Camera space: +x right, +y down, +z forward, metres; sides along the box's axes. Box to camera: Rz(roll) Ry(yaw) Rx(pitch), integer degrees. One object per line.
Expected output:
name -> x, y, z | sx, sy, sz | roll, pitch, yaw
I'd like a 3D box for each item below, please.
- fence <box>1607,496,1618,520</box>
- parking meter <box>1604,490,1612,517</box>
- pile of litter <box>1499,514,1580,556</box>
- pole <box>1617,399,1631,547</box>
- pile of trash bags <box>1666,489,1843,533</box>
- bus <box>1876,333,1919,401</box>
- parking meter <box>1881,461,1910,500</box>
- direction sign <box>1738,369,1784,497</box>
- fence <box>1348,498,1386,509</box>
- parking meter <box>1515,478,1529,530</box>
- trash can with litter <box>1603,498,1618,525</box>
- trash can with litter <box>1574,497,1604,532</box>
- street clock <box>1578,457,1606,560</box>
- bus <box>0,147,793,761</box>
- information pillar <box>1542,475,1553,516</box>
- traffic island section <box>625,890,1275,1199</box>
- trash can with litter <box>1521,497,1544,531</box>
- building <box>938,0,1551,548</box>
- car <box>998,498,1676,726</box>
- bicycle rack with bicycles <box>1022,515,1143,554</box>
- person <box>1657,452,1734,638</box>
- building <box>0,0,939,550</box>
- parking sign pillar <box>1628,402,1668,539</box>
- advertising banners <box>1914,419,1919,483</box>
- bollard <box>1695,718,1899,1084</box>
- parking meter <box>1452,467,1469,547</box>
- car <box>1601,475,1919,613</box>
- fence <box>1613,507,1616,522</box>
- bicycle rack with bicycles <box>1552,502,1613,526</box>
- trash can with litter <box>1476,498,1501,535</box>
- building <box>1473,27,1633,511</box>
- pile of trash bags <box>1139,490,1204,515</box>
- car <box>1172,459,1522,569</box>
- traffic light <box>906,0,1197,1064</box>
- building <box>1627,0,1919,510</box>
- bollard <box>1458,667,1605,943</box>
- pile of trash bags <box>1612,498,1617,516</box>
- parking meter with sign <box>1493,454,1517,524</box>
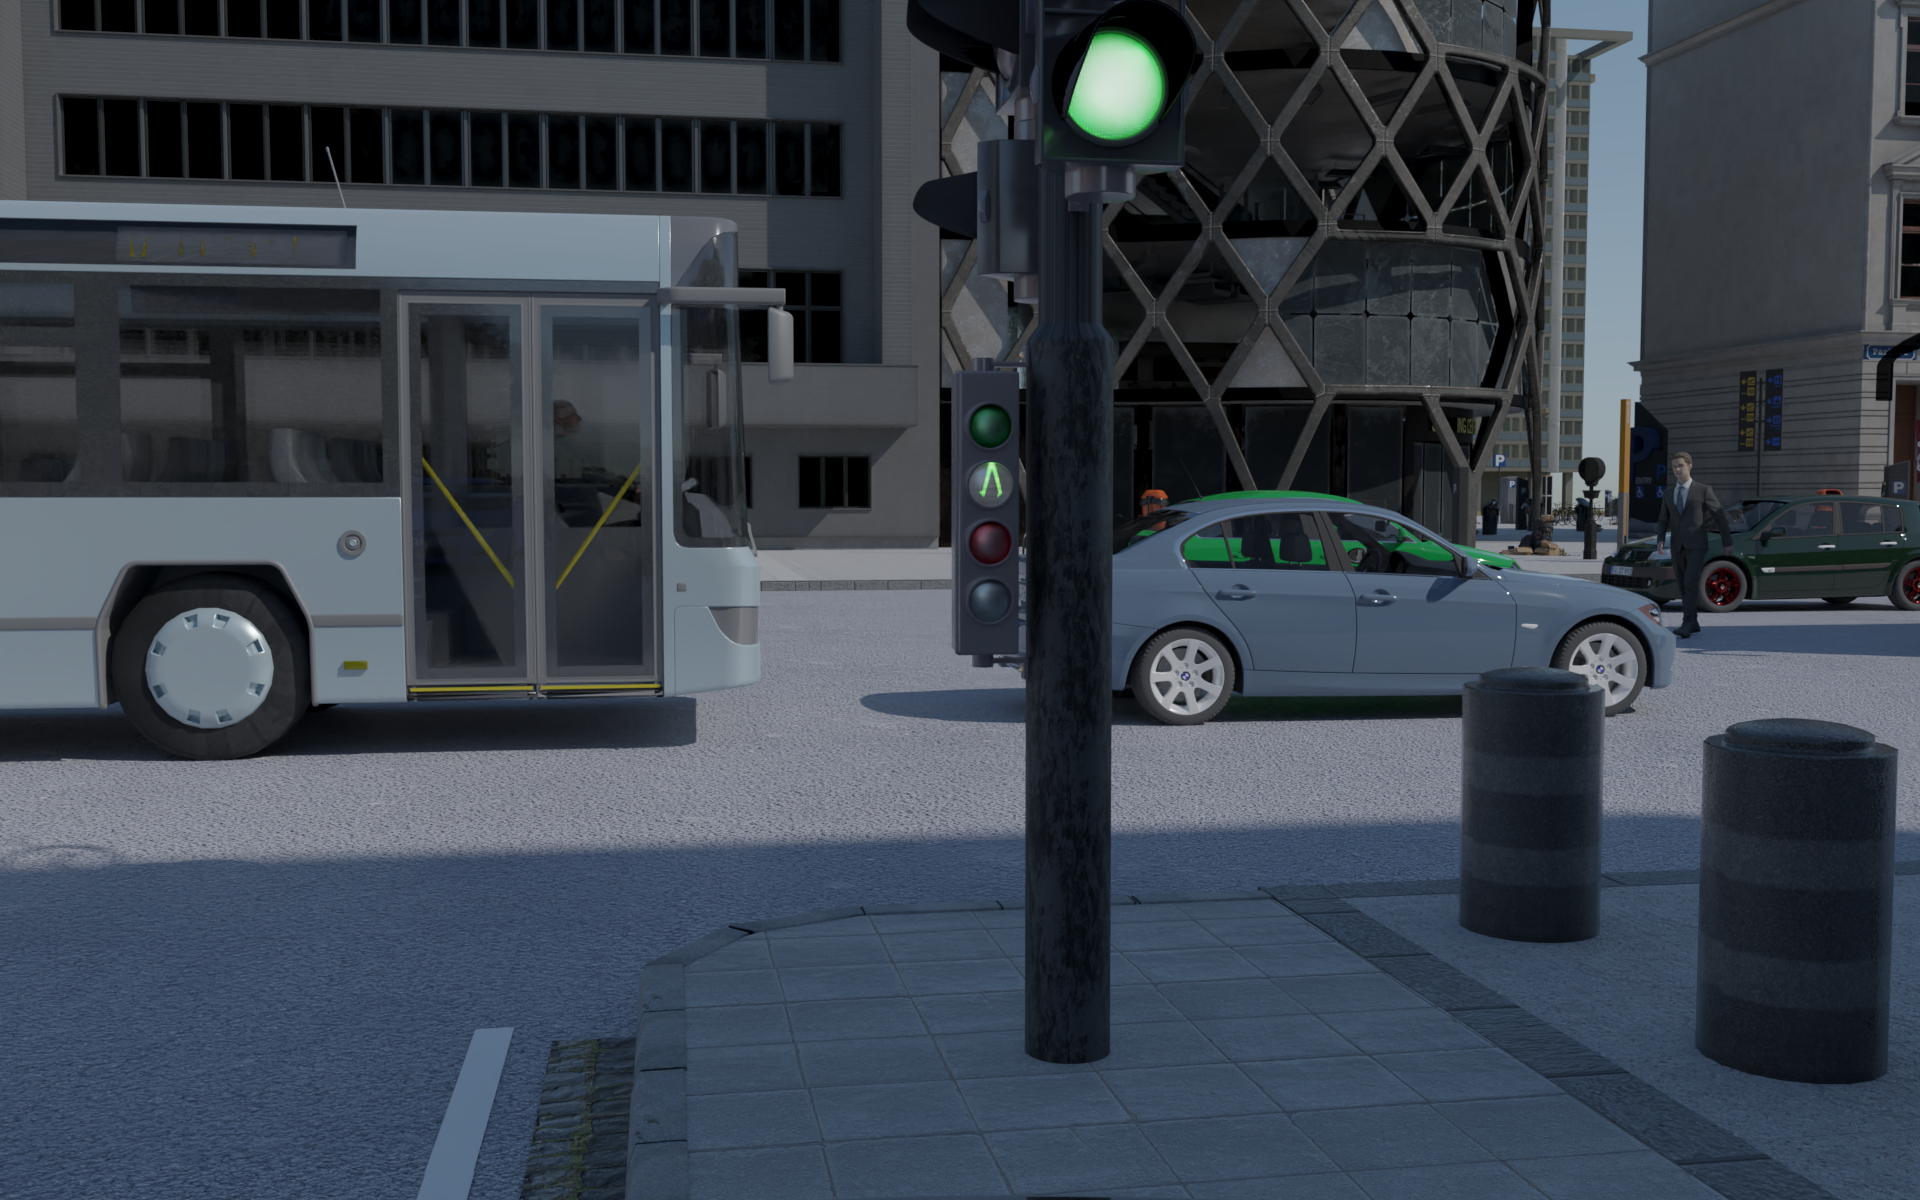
fence -> 32.850, -4.572, 85.954 | 2.264, 1.192, 0.480 | -3, 5, -44
parking meter -> 36.053, -5.377, 96.325 | 0.372, 1.533, 0.369 | 0, 3, 0
pile of litter -> 12.169, -1.374, 36.425 | 1.176, 0.858, 1.719 | -2, 4, -25
pole -> 14.275, -2.654, 37.233 | 0.158, 3.312, 0.155 | 0, 3, 0
pile of trash bags -> 15.397, -1.451, 33.482 | 3.447, 1.369, 1.912 | 0, 4, -4
bus -> 15.216, -1.529, 16.551 | 12.252, 3.916, 2.896 | -1, 4, -9
parking meter -> 16.418, -1.512, 30.426 | 0.399, 1.863, 0.255 | 1, 4, 12
direction sign -> 14.636, -2.429, 31.717 | 0.379, 3.537, 0.876 | -2, 4, -30
fence -> 8.344, -1.492, 35.602 | 0.480, 1.192, 2.264 | 0, 4, -7
parking meter -> 20.043, -3.427, 61.745 | 0.399, 1.863, 0.255 | 0, 4, -7
trash can with litter -> 27.543, -3.667, 71.010 | 2.233, 1.210, 1.678 | 3, 5, 41
trash can with litter -> 21.466, -2.914, 59.026 | 0.624, 1.170, 1.055 | -2, 4, -30
street clock -> 12.355, -1.794, 33.910 | 0.358, 2.002, 0.471 | -2, 4, -35
bus -> -6.970, -0.922, 9.938 | 13.247, 3.499, 2.948 | -1, 4, -9
information pillar -> 23.109, -3.896, 68.185 | 0.304, 2.012, 0.304 | -1, 4, -15
traffic island section -> 0.259, 1.117, 4.018 | 2.009, 0.180, 2.903 | -1, 4, -10
trash can with litter -> 19.883, -2.949, 59.608 | 1.055, 1.170, 0.624 | -2, 4, -33
building -> 6.787, -11.014, 47.537 | 16.811, 18.784, 16.820 | -1, 4, -10
car -> 2.515, 0.020, 11.679 | 4.499, 1.417, 2.014 | -1, 4, -9
bicycle rack with bicycles -> 2.136, -1.042, 30.413 | 2.852, 0.926, 2.925 | 3, 4, 37
person -> 7.277, -0.556, 17.365 | 0.755, 1.850, 0.659 | -3, 5, -39
building -> -16.103, -13.646, 42.183 | 30.058, 24.678, 14.314 | -1, 4, -10
parking sign pillar -> 19.801, -3.762, 49.981 | 1.447, 3.967, 1.447 | -1, 4, -17
advertising banners -> 22.611, -2.664, 39.748 | 0.090, 3.025, 2.074 | -1, 4, -11
bollard -> 1.898, 0.659, 3.937 | 0.404, 0.777, 0.398 | 0, 3, 0
parking meter -> 10.828, -1.944, 37.488 | 0.255, 1.863, 0.399 | 0, 4, -2
car -> 10.265, -0.734, 21.782 | 4.222, 1.686, 2.009 | 0, 4, -8
fence -> 31.466, -3.986, 80.540 | 2.069, 0.683, 0.278 | 0, 4, 4
bicycle rack with bicycles -> 24.595, -3.520, 70.934 | 2.852, 0.926, 2.925 | -1, 4, -17
trash can with litter -> 16.385, -2.626, 54.322 | 1.055, 1.170, 0.624 | 0, 4, 6
building -> 35.993, -27.619, 143.458 | 23.993, 40.220, 32.217 | -1, 4, -10
pile of trash bags -> 5.407, -1.676, 37.156 | 3.447, 1.369, 1.912 | 2, 4, 34
car -> 3.528, -0.551, 17.799 | 4.718, 1.807, 1.959 | -1, 4, -11
traffic light -> -1.830, -1.758, 3.407 | 4.771, 5.953, 1.251 | -1, 4, -10
building -> 31.371, -13.045, 49.441 | 21.152, 22.565, 11.583 | -1, 4, -10
bollard -> 1.687, 0.587, 5.120 | 0.404, 0.777, 0.398 | 0, 3, 0
pile of trash bags -> 38.985, -5.499, 99.656 | 3.447, 1.369, 1.912 | 2, 4, 24
parking meter with sign -> 23.683, -4.807, 74.852 | 0.543, 3.016, 1.738 | -1, 4, -10
